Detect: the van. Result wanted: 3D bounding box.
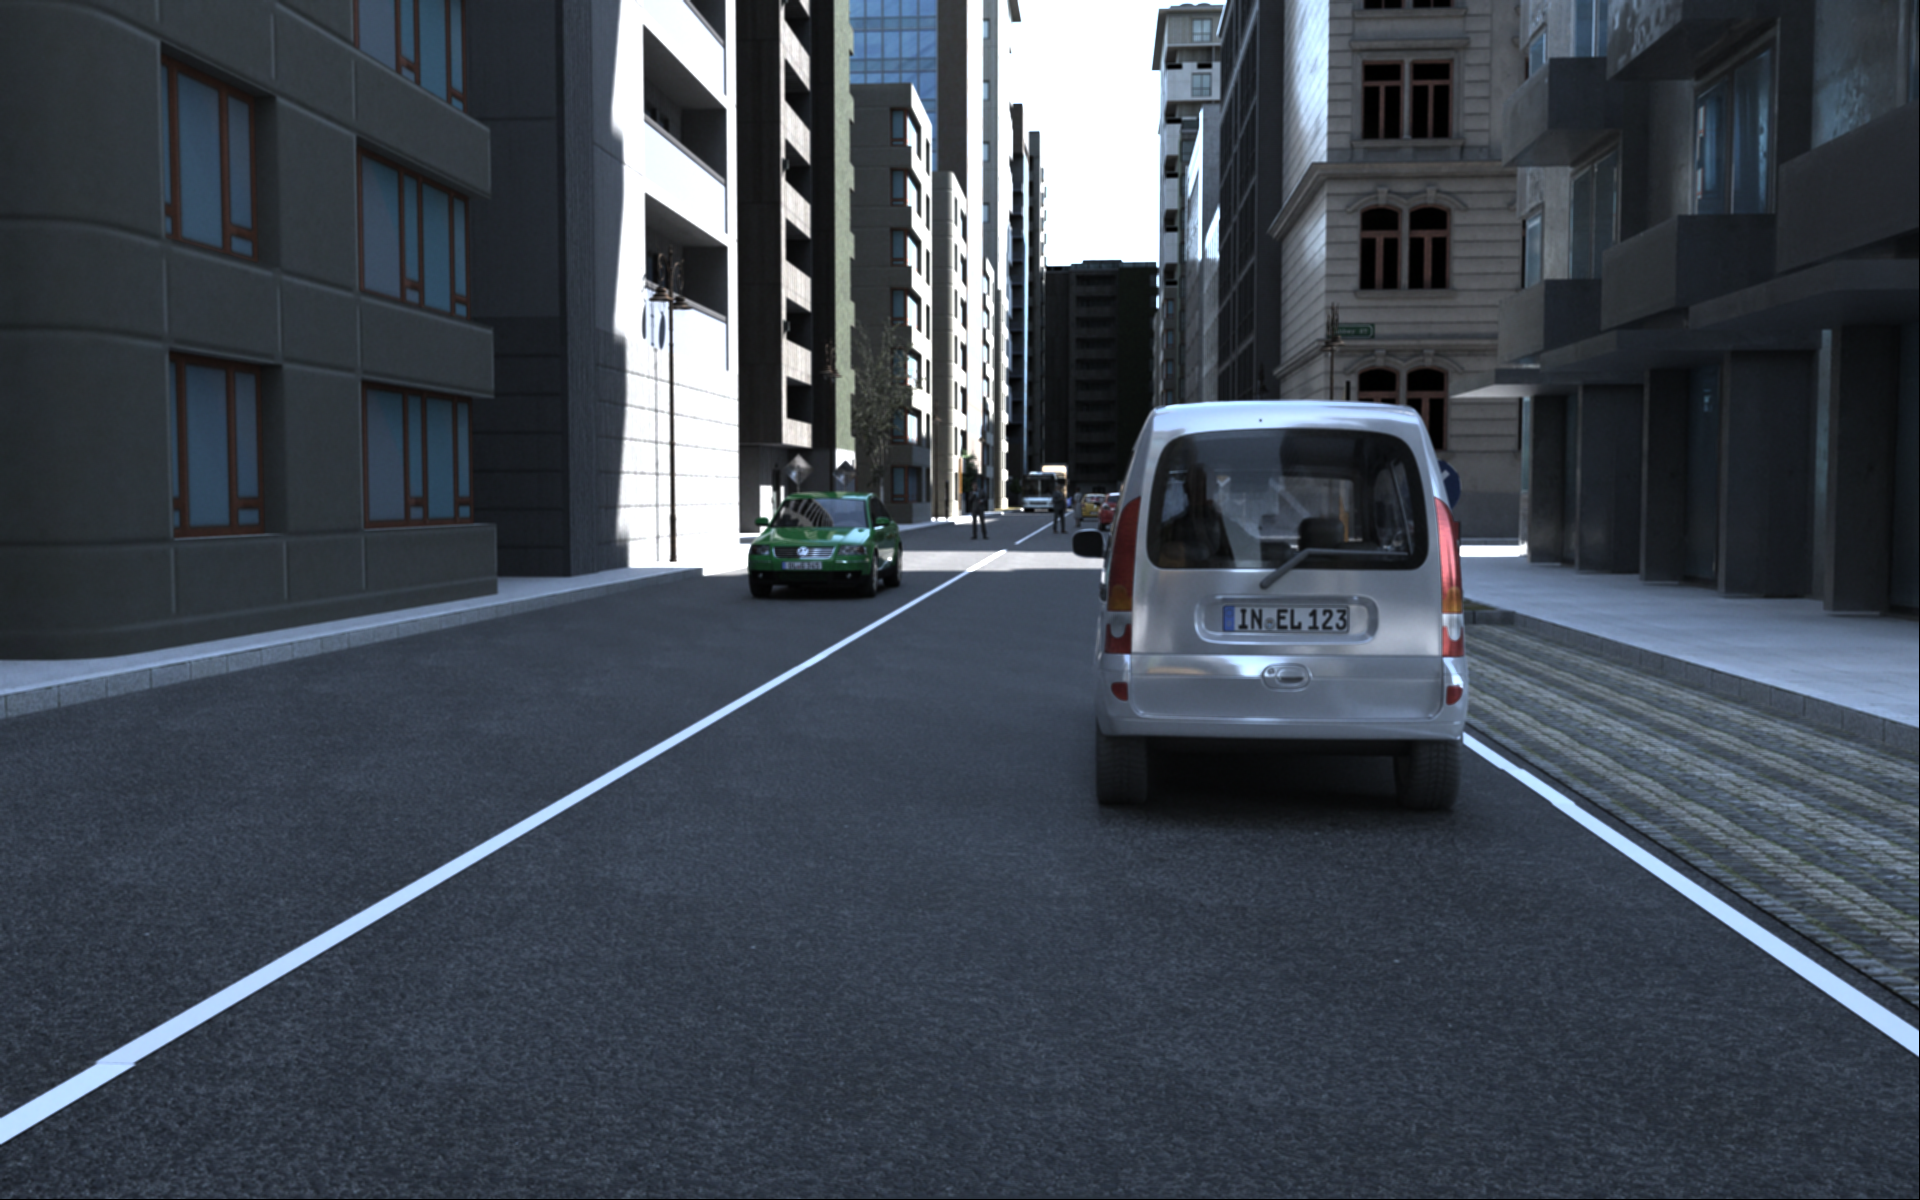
[{"bbox_3d":[1.583,-0.140,9.294,2.013,2.044,4.112,0,4,6],"label":"van"}]

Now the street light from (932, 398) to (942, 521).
[{"bbox_3d":[-1.132,-6.758,83.278,0.468,5.910,1.993,0,4,5],"label":"street light"}]

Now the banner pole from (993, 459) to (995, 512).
[{"bbox_3d":[2.416,-8.096,122.389,0.401,3.779,0.863,0,4,-1],"label":"banner pole"}]

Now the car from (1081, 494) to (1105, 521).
[{"bbox_3d":[7.247,-5.058,92.917,2.015,1.641,3.980,0,4,4],"label":"car"}]

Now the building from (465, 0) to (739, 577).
[{"bbox_3d":[-19.379,-30.130,34.622,28.212,58.520,21.231,0,4,5],"label":"building"}]

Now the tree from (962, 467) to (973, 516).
[{"bbox_3d":[-0.053,-6.677,103.765,1.663,3.219,1.824,0,3,0],"label":"tree"}]

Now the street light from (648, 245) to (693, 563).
[{"bbox_3d":[-5.384,-3.644,32.364,0.468,5.910,1.993,0,4,5],"label":"street light"}]

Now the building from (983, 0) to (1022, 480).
[{"bbox_3d":[-8.858,-35.467,169.126,28.713,52.752,27.495,0,4,5],"label":"building"}]

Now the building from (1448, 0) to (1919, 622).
[{"bbox_3d":[20.011,-24.540,20.833,23.786,49.044,30.456,0,4,5],"label":"building"}]

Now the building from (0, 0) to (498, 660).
[{"bbox_3d":[-20.895,-9.987,8.331,27.650,21.520,28.899,0,4,5],"label":"building"}]

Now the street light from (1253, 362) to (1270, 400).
[{"bbox_3d":[10.528,-5.375,60.672,0.468,5.910,1.993,0,4,5],"label":"street light"}]

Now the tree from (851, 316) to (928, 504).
[{"bbox_3d":[-3.442,-7.383,71.070,4.360,8.622,3.978,0,3,0],"label":"tree"}]

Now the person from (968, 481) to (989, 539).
[{"bbox_3d":[0.596,-2.868,55.199,0.655,1.846,0.447,0,4,3],"label":"person"}]

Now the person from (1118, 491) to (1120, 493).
[{"bbox_3d":[14.485,-9.034,156.940,1.217,1.736,0.721,-2,4,-32],"label":"person"}]

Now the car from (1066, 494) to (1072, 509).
[{"bbox_3d":[10.218,-9.963,172.490,1.945,1.707,3.694,0,4,6],"label":"car"}]

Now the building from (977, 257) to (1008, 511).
[{"bbox_3d":[-10.671,-18.162,141.989,27.650,21.520,28.899,0,4,5],"label":"building"}]

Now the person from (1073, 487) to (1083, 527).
[{"bbox_3d":[5.057,-4.042,75.157,0.524,1.755,0.480,3,5,44],"label":"person"}]

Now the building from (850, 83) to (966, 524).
[{"bbox_3d":[-14.626,-14.897,88.608,27.650,21.520,28.899,0,4,5],"label":"building"}]

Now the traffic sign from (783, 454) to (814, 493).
[{"bbox_3d":[-4.045,-2.429,43.355,0.795,2.450,0.064,0,4,5],"label":"traffic sign"}]

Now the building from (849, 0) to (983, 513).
[{"bbox_3d":[-5.849,-28.541,116.757,14.600,45.320,14.200,0,4,5],"label":"building"}]

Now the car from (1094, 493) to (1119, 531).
[{"bbox_3d":[6.377,-3.629,68.375,2.155,1.783,4.494,0,4,3],"label":"car"}]

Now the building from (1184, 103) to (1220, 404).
[{"bbox_3d":[21.402,-18.138,114.576,12.078,24.808,19.932,0,4,5],"label":"building"}]

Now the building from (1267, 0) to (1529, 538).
[{"bbox_3d":[22.092,-16.371,55.064,23.554,28.519,14.401,0,4,5],"label":"building"}]

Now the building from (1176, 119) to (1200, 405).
[{"bbox_3d":[24.070,-22.301,136.326,14.160,30.474,14.107,0,4,5],"label":"building"}]

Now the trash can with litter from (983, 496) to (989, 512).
[{"bbox_3d":[1.777,-6.962,125.212,0.624,1.170,1.055,0,4,6],"label":"trash can with litter"}]

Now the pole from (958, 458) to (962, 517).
[{"bbox_3d":[0.005,-6.305,96.937,0.158,3.312,0.155,0,3,0],"label":"pole"}]

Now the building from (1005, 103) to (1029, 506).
[{"bbox_3d":[0.303,-33.347,195.337,14.200,45.320,14.600,0,4,5],"label":"building"}]

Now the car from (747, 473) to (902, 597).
[{"bbox_3d":[-1.923,-1.022,25.500,1.959,1.807,4.718,0,4,5],"label":"car"}]

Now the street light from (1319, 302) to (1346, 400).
[{"bbox_3d":[8.977,-4.225,41.867,0.468,5.910,1.993,0,4,5],"label":"street light"}]

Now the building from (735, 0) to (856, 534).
[{"bbox_3d":[-11.528,-17.543,58.535,14.160,30.474,14.107,0,4,5],"label":"building"}]

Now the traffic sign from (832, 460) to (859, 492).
[{"bbox_3d":[-3.391,-2.916,51.314,0.795,2.450,0.064,0,4,5],"label":"traffic sign"}]

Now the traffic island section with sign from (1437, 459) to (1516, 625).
[{"bbox_3d":[5.135,-0.685,19.836,1.989,1.847,2.006,0,4,5],"label":"traffic island section with sign"}]

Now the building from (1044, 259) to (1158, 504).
[{"bbox_3d":[17.509,-27.173,215.987,14.107,30.474,14.160,0,4,5],"label":"building"}]

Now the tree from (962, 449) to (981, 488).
[{"bbox_3d":[-0.276,-7.591,107.820,4.285,4.588,4.351,0,3,0],"label":"tree"}]

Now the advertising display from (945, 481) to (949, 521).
[{"bbox_3d":[-0.640,-4.788,83.490,0.123,1.923,0.974,0,4,-4],"label":"advertising display"}]

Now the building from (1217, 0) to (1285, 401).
[{"bbox_3d":[18.979,-17.211,74.902,14.314,27.812,24.014,0,4,5],"label":"building"}]

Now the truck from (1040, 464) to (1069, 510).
[{"bbox_3d":[8.796,-10.589,162.050,2.839,4.237,11.283,0,4,4],"label":"truck"}]

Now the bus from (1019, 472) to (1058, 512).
[{"bbox_3d":[6.499,-8.878,140.021,2.948,3.499,13.247,0,4,4],"label":"bus"}]

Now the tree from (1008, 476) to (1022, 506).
[{"bbox_3d":[6.296,-11.799,187.517,1.663,3.219,1.824,0,3,0],"label":"tree"}]

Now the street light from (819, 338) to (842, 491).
[{"bbox_3d":[-3.836,-4.816,51.522,0.468,5.910,1.993,0,4,5],"label":"street light"}]

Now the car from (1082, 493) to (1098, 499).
[{"bbox_3d":[11.139,-8.236,143.699,2.155,1.783,4.494,0,4,4],"label":"car"}]

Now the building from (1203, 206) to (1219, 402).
[{"bbox_3d":[19.222,-14.766,96.176,10.420,20.320,16.860,0,4,5],"label":"building"}]

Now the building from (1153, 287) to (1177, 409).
[{"bbox_3d":[31.883,-19.130,157.820,27.650,21.520,28.899,0,4,5],"label":"building"}]

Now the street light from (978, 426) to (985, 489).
[{"bbox_3d":[1.460,-8.731,115.542,0.468,5.910,1.993,0,4,5],"label":"street light"}]

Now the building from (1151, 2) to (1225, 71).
[{"bbox_3d":[35.069,-36.444,185.096,28.713,52.752,27.495,0,4,5],"label":"building"}]

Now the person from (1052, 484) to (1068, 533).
[{"bbox_3d":[3.690,-3.357,63.558,0.590,1.801,0.661,3,5,45],"label":"person"}]

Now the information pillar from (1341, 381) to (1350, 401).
[{"bbox_3d":[7.998,-2.732,36.022,0.183,3.616,0.504,0,4,-1],"label":"information pillar"}]

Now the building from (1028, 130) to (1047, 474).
[{"bbox_3d":[0.072,-36.546,221.229,21.600,48.544,21.300,0,4,5],"label":"building"}]
